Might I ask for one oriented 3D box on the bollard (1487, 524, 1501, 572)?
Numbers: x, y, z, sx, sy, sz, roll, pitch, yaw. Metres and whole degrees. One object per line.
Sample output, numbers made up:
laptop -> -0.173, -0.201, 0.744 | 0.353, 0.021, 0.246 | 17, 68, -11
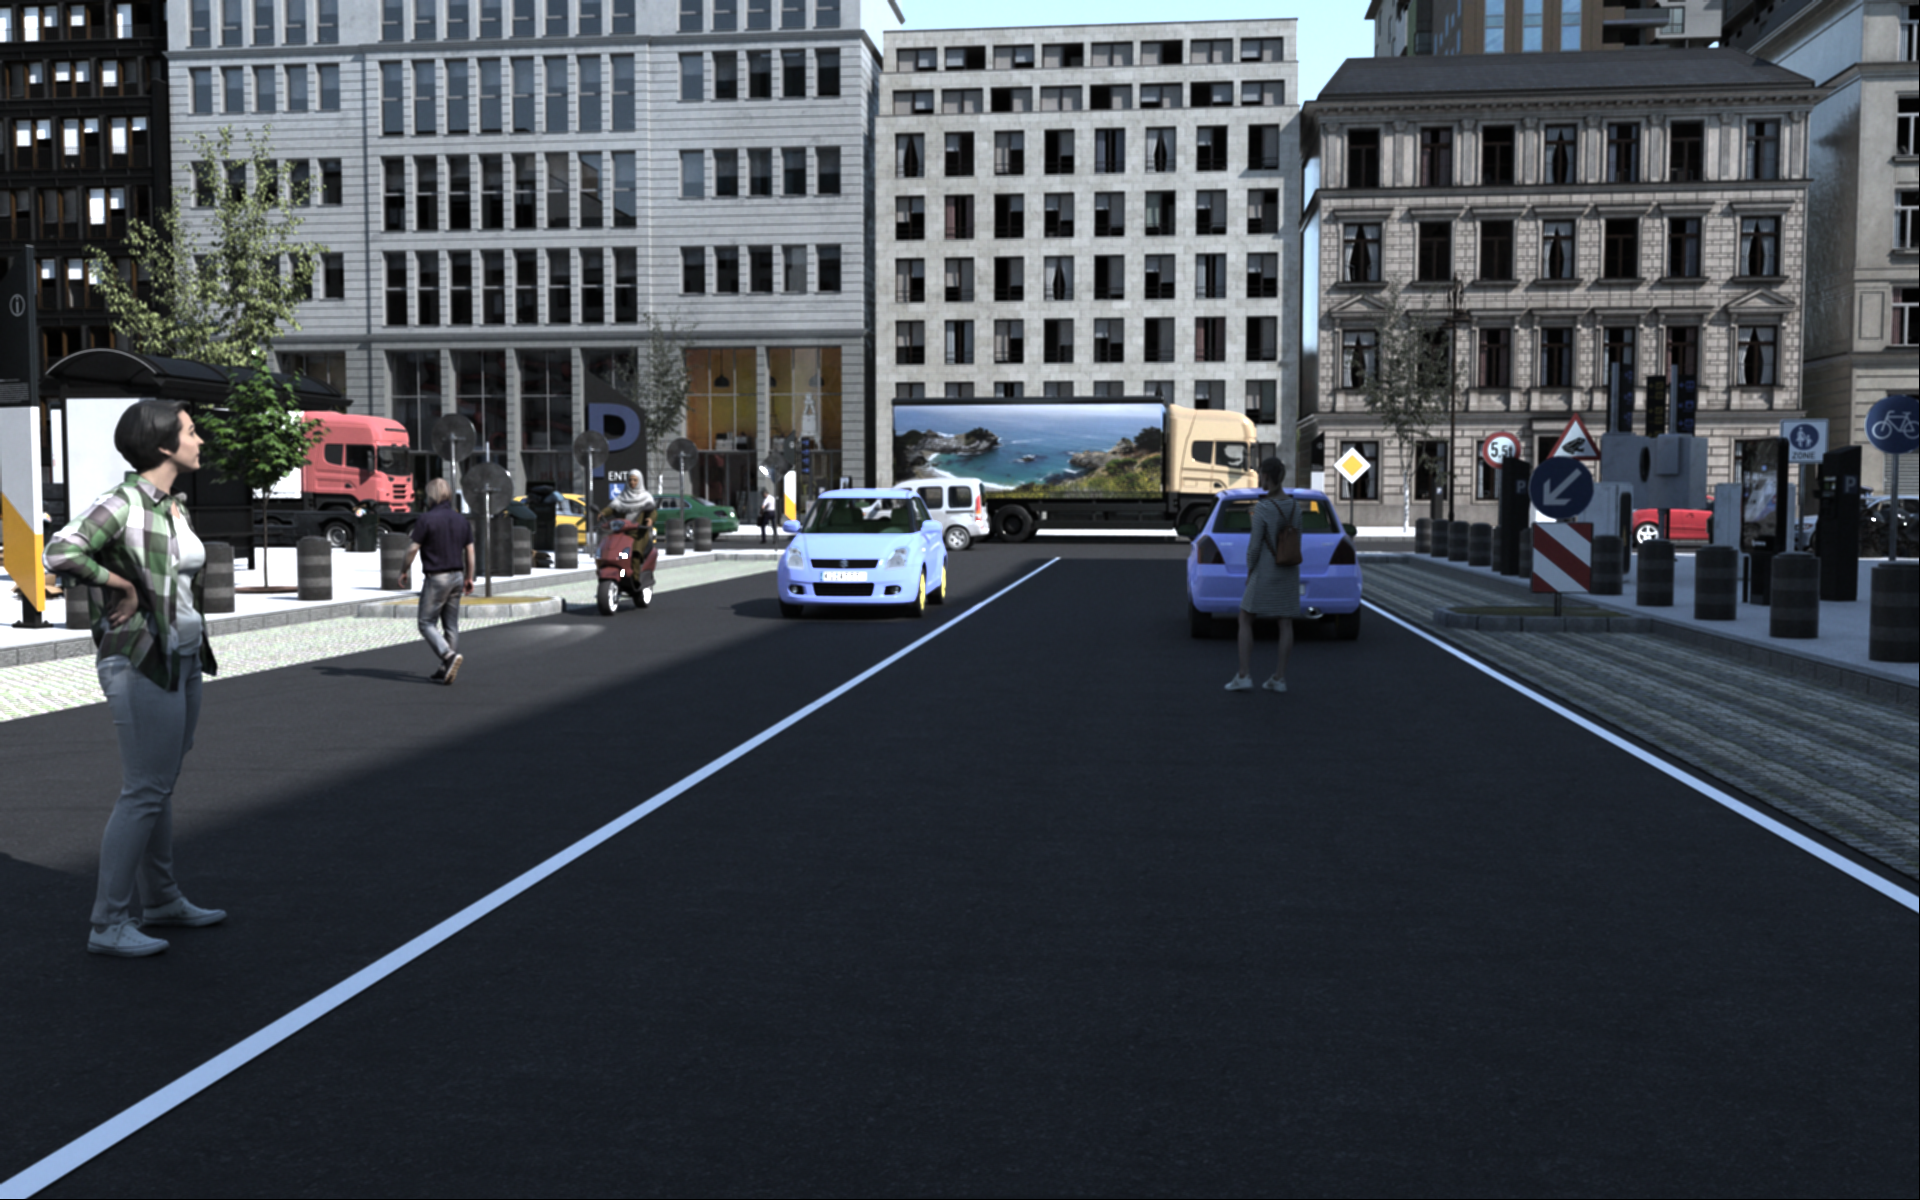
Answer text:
bollard -> 9.044, -0.858, 28.750 | 0.404, 0.777, 0.398 | 0, 3, 0

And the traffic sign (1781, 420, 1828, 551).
traffic sign -> 11.504, -1.318, 23.672 | 0.606, 2.300, 0.079 | 1, 4, 15

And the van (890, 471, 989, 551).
van -> -1.317, -2.312, 44.815 | 4.112, 2.044, 2.013 | 0, 4, 7

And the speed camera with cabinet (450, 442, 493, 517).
speed camera with cabinet -> -18.659, -4.388, 66.086 | 2.038, 3.252, 0.660 | 2, 4, 27

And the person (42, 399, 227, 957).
person -> -2.630, 0.222, 5.595 | 0.376, 1.734, 0.841 | 0, 4, -2

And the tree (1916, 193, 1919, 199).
tree -> 17.002, -4.688, 27.010 | 4.360, 8.622, 3.978 | 0, 3, 0

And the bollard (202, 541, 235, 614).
bollard -> -8.058, -0.245, 18.721 | 0.404, 0.777, 0.398 | 0, 3, 0

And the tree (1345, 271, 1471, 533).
tree -> 14.669, -6.503, 56.693 | 4.360, 8.622, 3.978 | 0, 3, 0

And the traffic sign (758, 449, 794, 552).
traffic sign -> -4.074, -2.122, 38.333 | 0.795, 2.450, 0.064 | 0, 4, 7

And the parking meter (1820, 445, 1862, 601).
parking meter -> 10.556, -0.922, 20.785 | 0.399, 1.863, 0.255 | -1, 4, -19

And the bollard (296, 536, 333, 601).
bollard -> -7.795, -0.379, 20.919 | 0.404, 0.777, 0.398 | 0, 3, 0

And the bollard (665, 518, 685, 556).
bollard -> -5.982, -1.321, 36.320 | 0.404, 0.777, 0.398 | 0, 3, 0

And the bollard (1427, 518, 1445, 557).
bollard -> 9.821, -1.262, 35.355 | 0.404, 0.777, 0.398 | 0, 3, 0

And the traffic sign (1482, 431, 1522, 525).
traffic sign -> 10.984, -2.145, 35.179 | 0.768, 2.556, 0.104 | 1, 4, 14

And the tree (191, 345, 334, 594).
tree -> -9.231, -1.712, 22.597 | 1.663, 3.219, 1.824 | 0, 3, 0

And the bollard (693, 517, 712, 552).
bollard -> -5.727, -1.456, 38.516 | 0.404, 0.777, 0.398 | 0, 3, 0

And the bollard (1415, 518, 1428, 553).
bollard -> 10.076, -1.397, 37.550 | 0.404, 0.777, 0.398 | 0, 3, 0

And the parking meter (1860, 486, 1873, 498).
parking meter -> 28.190, -2.782, 53.890 | 0.372, 1.533, 0.369 | 0, 3, 0

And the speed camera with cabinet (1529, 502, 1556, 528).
speed camera with cabinet -> 20.698, -4.182, 62.712 | 2.038, 3.252, 0.660 | 3, 5, 40

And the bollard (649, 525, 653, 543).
bollard -> -6.241, -1.186, 34.110 | 0.404, 0.777, 0.398 | 0, 3, 0

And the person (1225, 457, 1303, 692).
person -> 2.274, -0.189, 12.596 | 0.512, 1.701, 0.522 | -2, 4, -32

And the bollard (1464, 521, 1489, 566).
bollard -> 9.300, -0.993, 30.945 | 0.404, 0.777, 0.398 | 0, 3, 0

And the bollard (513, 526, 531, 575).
bollard -> -7.022, -0.783, 27.526 | 0.404, 0.777, 0.398 | 0, 3, 0

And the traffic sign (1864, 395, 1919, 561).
traffic sign -> 12.033, -1.357, 22.301 | 0.768, 2.556, 0.104 | 1, 4, 16

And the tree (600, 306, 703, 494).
tree -> -11.896, -7.174, 67.663 | 4.360, 8.622, 3.978 | 0, 3, 0

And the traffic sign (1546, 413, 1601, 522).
traffic sign -> 9.814, -1.693, 27.691 | 0.884, 2.594, 0.081 | 1, 4, 13

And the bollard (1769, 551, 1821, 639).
bollard -> 7.483, -0.049, 15.522 | 0.404, 0.777, 0.398 | 0, 3, 0

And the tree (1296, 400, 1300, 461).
tree -> 23.321, -10.343, 119.475 | 4.737, 8.622, 4.395 | 0, 3, 0

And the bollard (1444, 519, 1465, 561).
bollard -> 9.555, -1.127, 33.140 | 0.404, 0.777, 0.398 | 0, 3, 0

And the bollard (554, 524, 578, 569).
bollard -> -6.758, -0.918, 29.720 | 0.404, 0.777, 0.398 | 0, 3, 0

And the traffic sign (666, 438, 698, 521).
traffic sign -> -6.323, -2.402, 39.385 | 0.768, 2.556, 0.104 | 1, 4, 13

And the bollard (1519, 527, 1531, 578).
bollard -> 8.785, -0.724, 26.555 | 0.404, 0.777, 0.398 | 0, 3, 0

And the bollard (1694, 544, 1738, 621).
bollard -> 7.743, -0.185, 17.737 | 0.404, 0.777, 0.398 | 0, 3, 0

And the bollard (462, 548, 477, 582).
bollard -> -7.275, -0.649, 25.325 | 0.404, 0.777, 0.398 | 0, 3, 0

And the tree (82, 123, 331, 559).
tree -> -14.429, -5.111, 33.932 | 4.737, 8.622, 4.395 | 0, 3, 0

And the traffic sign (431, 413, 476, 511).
traffic sign -> -8.002, -1.667, 27.360 | 0.768, 2.556, 0.104 | 1, 4, 12

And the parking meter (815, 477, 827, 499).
parking meter -> -4.724, -3.259, 59.001 | 0.399, 1.863, 0.255 | 0, 4, -7

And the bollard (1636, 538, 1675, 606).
bollard -> 8.005, -0.319, 19.931 | 0.404, 0.777, 0.398 | 0, 3, 0

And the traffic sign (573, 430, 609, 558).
traffic sign -> -7.385, -2.112, 34.635 | 0.768, 2.556, 0.104 | 1, 4, 12

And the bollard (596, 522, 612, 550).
bollard -> -6.501, -1.052, 31.915 | 0.404, 0.777, 0.398 | 0, 3, 0

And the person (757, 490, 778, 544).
person -> -5.576, -2.411, 50.125 | 0.590, 1.554, 0.614 | 2, 4, 30

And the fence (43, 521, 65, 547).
fence -> -19.395, -1.411, 38.451 | 2.069, 0.683, 0.278 | 0, 4, 7

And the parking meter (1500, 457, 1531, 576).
parking meter -> 8.774, -1.323, 27.346 | 0.399, 1.863, 0.255 | -1, 4, -23

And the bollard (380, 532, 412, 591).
bollard -> -7.534, -0.515, 23.130 | 0.404, 0.777, 0.398 | 0, 3, 0

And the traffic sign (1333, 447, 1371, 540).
traffic sign -> 8.333, -2.032, 36.859 | 0.795, 2.450, 0.064 | 0, 4, 7

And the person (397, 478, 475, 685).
person -> -3.953, -0.145, 13.074 | 0.569, 1.553, 0.471 | -1, 4, -17

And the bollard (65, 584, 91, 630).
bollard -> -8.314, -0.110, 16.515 | 0.404, 0.777, 0.398 | 0, 3, 0

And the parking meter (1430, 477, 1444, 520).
parking meter -> 16.659, -3.350, 60.485 | 0.399, 1.863, 0.255 | -1, 4, -22

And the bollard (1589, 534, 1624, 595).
bollard -> 8.262, -0.453, 22.132 | 0.404, 0.777, 0.398 | 0, 3, 0

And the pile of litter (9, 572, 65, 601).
pile of litter -> -11.286, -0.466, 21.589 | 1.176, 0.858, 1.719 | 0, 4, 4

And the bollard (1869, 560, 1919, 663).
bollard -> 7.226, 0.085, 13.326 | 0.404, 0.777, 0.398 | 0, 3, 0
